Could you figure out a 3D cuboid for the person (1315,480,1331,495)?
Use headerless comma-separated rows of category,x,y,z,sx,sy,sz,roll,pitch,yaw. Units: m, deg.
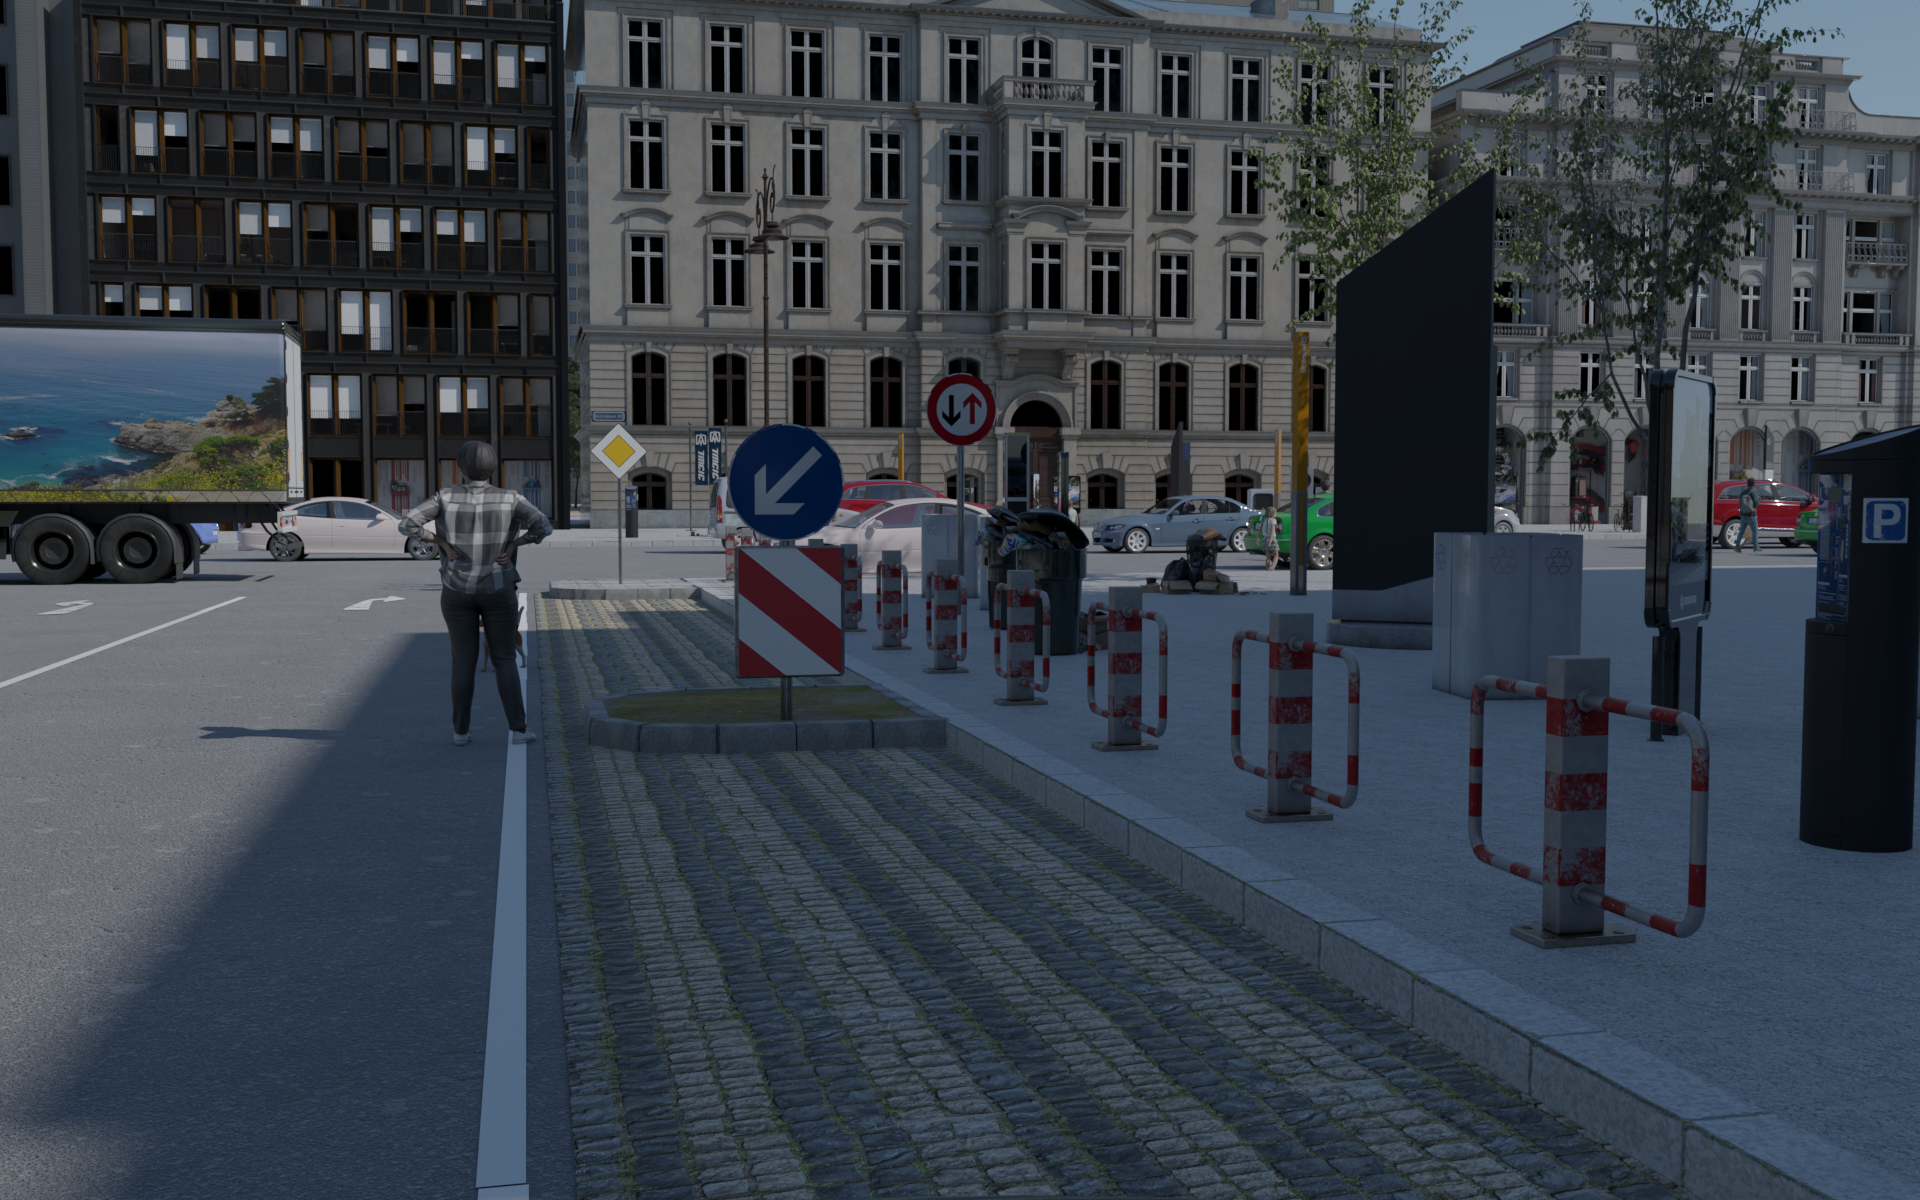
person,7.796,-1.707,37.130,0.376,1.734,0.841,-1,4,-18

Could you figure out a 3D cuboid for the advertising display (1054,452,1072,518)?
advertising display,1.589,-1.319,26.772,0.123,1.923,0.974,0,4,0

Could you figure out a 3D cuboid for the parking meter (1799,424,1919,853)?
parking meter,3.294,0.127,6.327,0.372,1.533,0.369,0,3,0

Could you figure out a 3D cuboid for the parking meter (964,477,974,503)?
parking meter,0.303,-3.324,60.062,0.255,1.863,0.399,2,4,25

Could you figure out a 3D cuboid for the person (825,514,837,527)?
person,-3.179,-1.871,39.491,0.661,1.777,0.834,1,4,22

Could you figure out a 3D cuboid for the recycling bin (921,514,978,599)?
recycling bin,-0.055,-0.556,21.645,0.722,1.027,0.722,1,4,14

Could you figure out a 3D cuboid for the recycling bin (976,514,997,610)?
recycling bin,0.657,-0.413,19.310,0.722,1.027,0.722,1,4,19

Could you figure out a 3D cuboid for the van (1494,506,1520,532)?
van,14.555,-2.718,51.453,4.112,2.044,2.013,-1,4,-12

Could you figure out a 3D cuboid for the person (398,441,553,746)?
person,-2.740,-0.041,9.888,0.841,1.734,0.376,-1,4,-8

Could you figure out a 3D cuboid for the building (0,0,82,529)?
building,-45.628,-14.765,60.468,30.058,24.678,14.314,-1,4,-14

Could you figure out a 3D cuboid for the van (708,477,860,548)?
van,-4.093,-2.164,42.387,4.112,2.044,2.013,-1,4,-15

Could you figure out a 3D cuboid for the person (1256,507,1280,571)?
person,5.271,-0.998,29.826,0.382,1.210,0.505,-3,5,-42

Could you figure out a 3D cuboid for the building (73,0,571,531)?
building,-23.125,-14.419,65.425,15.834,23.373,12.332,-1,4,-14

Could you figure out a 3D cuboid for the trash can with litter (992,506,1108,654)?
trash can with litter,0.831,-0.167,14.115,0.624,1.170,1.055,2,4,34

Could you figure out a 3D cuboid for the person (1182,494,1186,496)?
person,6.536,-2.351,50.172,0.421,1.427,0.697,1,4,17

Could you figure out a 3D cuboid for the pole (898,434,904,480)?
pole,-1.993,-3.954,58.495,0.158,3.312,0.155,0,3,0

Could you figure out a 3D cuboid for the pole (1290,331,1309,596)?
pole,4.290,-1.714,21.864,0.158,3.312,0.155,0,3,0

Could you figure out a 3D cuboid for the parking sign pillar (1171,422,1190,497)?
parking sign pillar,8.306,-4.704,65.382,1.447,3.967,1.447,0,4,-7

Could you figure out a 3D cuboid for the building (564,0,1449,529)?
building,1.610,-15.461,71.863,34.723,24.649,14.460,-1,4,-14

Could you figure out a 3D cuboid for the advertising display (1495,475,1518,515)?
advertising display,18.093,-3.212,57.723,0.974,1.923,0.123,3,4,36

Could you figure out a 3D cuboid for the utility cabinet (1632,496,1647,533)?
utility cabinet,22.917,-2.871,58.098,0.306,1.237,1.020,3,5,43

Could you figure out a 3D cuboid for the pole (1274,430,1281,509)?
pole,10.051,-3.730,54.826,0.158,3.312,0.155,0,3,0

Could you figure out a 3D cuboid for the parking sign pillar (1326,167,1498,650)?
parking sign pillar,3.896,-1.612,14.830,1.447,3.967,1.447,2,4,25

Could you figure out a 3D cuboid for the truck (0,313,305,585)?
truck,-16.570,-2.370,27.666,11.283,4.237,2.839,-1,4,-15

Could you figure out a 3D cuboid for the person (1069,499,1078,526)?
person,2.733,-1.804,42.245,0.590,1.304,0.306,2,4,34

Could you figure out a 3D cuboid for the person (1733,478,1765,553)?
person,19.087,-2.046,41.933,0.713,1.824,0.794,0,4,-2

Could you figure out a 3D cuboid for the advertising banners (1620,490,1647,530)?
advertising banners,24.583,-4.003,61.641,2.074,3.025,0.090,3,5,43

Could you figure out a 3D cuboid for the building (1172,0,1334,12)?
building,17.329,-35.165,164.186,27.495,52.752,28.713,-1,4,-14

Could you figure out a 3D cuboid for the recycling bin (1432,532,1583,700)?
recycling bin,3.501,0.088,11.116,0.722,1.027,0.722,0,4,-6

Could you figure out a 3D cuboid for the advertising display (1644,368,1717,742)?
advertising display,3.865,-0.250,9.294,0.123,1.923,0.974,2,4,35

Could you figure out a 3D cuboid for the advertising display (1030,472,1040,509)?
advertising display,2.248,-2.866,52.079,0.123,1.923,0.974,1,4,13

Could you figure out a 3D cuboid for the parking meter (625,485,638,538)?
parking meter,-9.628,-2.591,50.772,0.372,1.533,0.369,0,3,0

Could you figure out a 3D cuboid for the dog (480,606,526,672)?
dog,-3.721,0.316,14.114,0.406,0.507,0.540,-1,4,-21

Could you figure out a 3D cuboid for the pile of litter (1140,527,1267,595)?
pile of litter,3.079,-0.518,22.428,1.176,0.858,1.719,-3,5,-45

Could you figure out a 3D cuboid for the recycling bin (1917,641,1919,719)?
recycling bin,5.722,0.152,10.074,0.722,1.027,0.722,3,5,43

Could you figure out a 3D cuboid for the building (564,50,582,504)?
building,-44.161,-41.984,228.438,28.212,58.520,21.231,-1,4,-14

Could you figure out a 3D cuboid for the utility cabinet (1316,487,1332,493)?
utility cabinet,11.511,-2.820,54.780,0.318,1.500,1.173,0,4,1

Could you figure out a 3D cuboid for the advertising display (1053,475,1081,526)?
advertising display,3.686,-3.343,59.875,0.974,1.923,0.123,-1,4,-9

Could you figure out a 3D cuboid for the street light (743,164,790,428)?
street light,-2.760,-3.175,24.702,0.468,5.910,1.993,-1,4,-14

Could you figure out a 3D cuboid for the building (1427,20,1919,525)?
building,30.137,-14.527,79.310,24.055,21.916,13.314,-1,4,-14
